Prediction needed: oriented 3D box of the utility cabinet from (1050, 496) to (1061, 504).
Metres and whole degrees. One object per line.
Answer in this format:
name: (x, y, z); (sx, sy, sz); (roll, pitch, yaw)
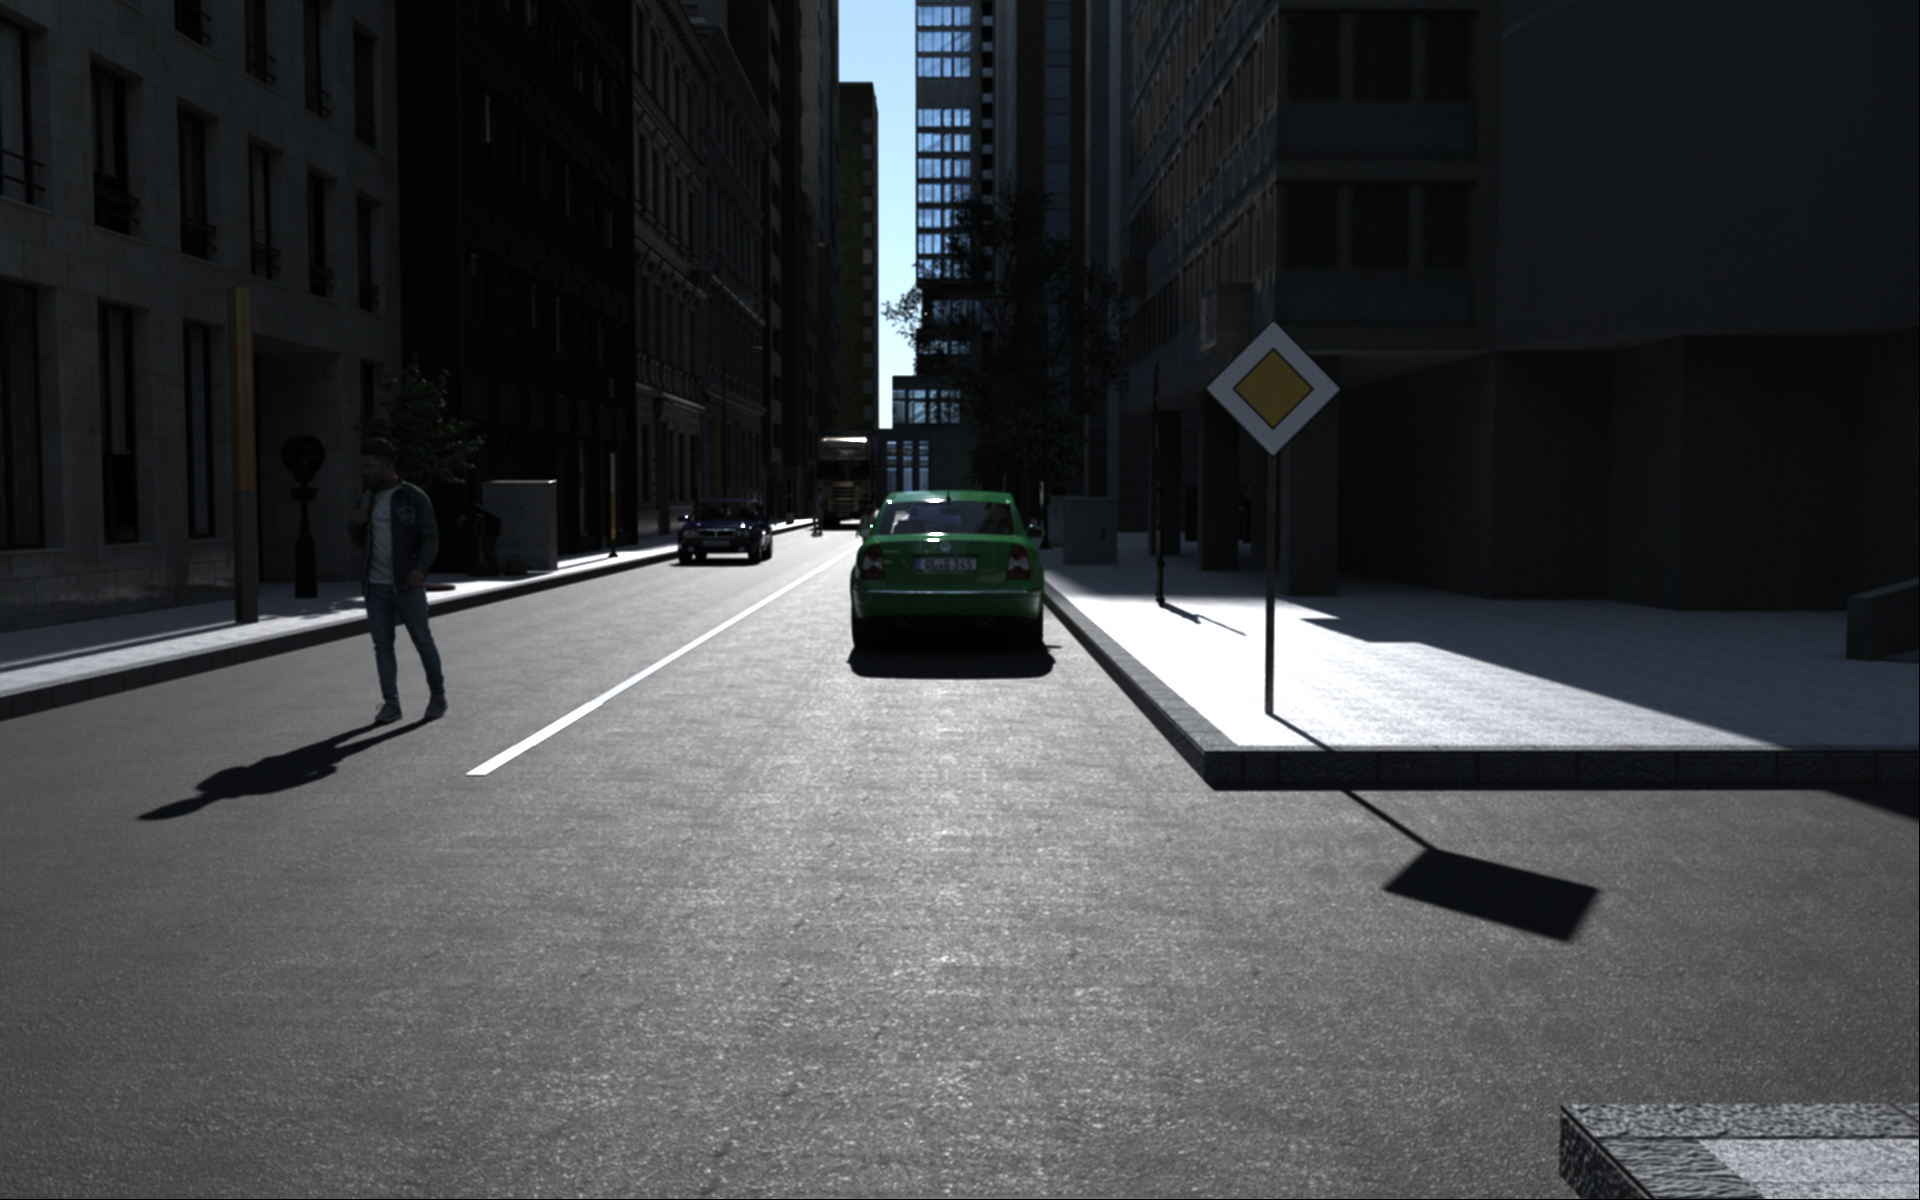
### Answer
utility cabinet: (3.202, -2.478, 51.674); (1.020, 1.237, 0.306); (0, 4, -3)

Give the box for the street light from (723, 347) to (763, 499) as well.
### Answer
street light: (-6.933, -5.043, 55.000); (1.470, 5.913, 1.316); (0, 4, 0)

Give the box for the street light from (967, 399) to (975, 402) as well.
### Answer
street light: (1.030, -6.888, 85.162); (1.470, 5.913, 1.316); (0, 4, 0)

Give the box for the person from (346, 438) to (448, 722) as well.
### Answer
person: (-3.585, -0.131, 10.982); (0.623, 1.781, 0.721); (0, 4, 1)

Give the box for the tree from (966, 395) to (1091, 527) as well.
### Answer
tree: (2.645, -4.434, 56.206); (4.285, 4.588, 4.351); (0, 3, 0)

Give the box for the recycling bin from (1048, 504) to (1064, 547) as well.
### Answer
recycling bin: (2.542, -1.818, 42.280); (0.722, 1.027, 0.722); (1, 4, 11)

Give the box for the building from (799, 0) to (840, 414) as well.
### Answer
building: (-23.834, -33.974, 144.707); (27.495, 52.752, 28.713); (0, 4, 0)

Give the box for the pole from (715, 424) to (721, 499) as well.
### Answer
pole: (-7.094, -3.482, 50.775); (0.158, 3.312, 0.155); (0, 3, 0)

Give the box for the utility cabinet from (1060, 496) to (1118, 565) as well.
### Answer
utility cabinet: (2.399, -1.261, 31.779); (1.020, 1.237, 0.306); (-2, 4, -31)

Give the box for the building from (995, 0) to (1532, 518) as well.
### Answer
building: (18.576, -26.086, 118.393); (32.217, 40.220, 23.993); (0, 4, 0)

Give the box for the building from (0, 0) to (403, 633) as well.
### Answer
building: (-14.052, -10.040, 18.904); (10.420, 20.320, 16.860); (0, 4, 0)

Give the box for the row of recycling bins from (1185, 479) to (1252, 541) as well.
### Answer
row of recycling bins: (7.463, -2.525, 48.398); (1.069, 1.692, 3.534); (3, 5, 43)

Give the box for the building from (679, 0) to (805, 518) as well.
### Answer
building: (-15.928, -19.587, 91.952); (14.160, 30.474, 14.107); (0, 4, 0)

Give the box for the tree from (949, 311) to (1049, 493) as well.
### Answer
tree: (1.700, -7.288, 69.516); (4.360, 8.622, 3.978); (0, 3, 0)

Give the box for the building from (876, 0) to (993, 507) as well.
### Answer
building: (7.155, -53.001, 179.232); (31.000, 86.520, 22.319); (0, 4, 0)

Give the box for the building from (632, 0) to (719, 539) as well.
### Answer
building: (-13.825, -11.508, 52.788); (10.561, 19.102, 19.286); (0, 4, 0)

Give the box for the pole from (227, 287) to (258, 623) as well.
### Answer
pole: (-7.124, -1.428, 17.199); (0.158, 3.312, 0.155); (0, 3, 0)

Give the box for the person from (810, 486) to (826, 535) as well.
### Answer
person: (-4.973, -3.151, 61.028); (0.522, 1.701, 0.512); (1, 4, 8)

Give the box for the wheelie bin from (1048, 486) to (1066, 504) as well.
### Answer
wheelie bin: (3.999, -3.931, 72.174); (0.980, 1.594, 0.693); (-2, 4, -35)

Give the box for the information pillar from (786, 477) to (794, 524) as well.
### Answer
information pillar: (-7.329, -4.291, 74.652); (0.304, 2.012, 0.304); (1, 4, 9)

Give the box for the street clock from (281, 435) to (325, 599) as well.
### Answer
street clock: (-8.071, -1.025, 21.324); (0.358, 2.002, 0.471); (2, 4, 34)

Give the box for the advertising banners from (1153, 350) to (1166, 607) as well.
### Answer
advertising banners: (2.365, -1.492, 20.588); (0.090, 3.025, 2.074); (0, 4, 5)

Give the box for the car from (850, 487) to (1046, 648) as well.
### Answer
car: (-0.092, -0.531, 17.475); (1.959, 1.807, 4.718); (0, 4, 1)

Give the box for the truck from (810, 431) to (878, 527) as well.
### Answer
truck: (-5.121, -5.514, 79.065); (2.839, 4.237, 11.283); (0, 4, -1)

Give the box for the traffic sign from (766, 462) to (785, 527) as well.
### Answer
traffic sign: (-7.234, -4.146, 67.894); (0.768, 2.556, 0.104); (0, 4, 4)

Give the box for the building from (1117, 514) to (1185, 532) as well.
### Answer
building: (15.666, -32.309, 70.246); (21.231, 58.520, 28.212); (0, 4, 0)

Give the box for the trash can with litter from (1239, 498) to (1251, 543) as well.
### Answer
trash can with litter: (7.676, -2.074, 45.301); (0.624, 1.170, 1.055); (2, 4, 33)

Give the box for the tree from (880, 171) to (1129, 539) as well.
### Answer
tree: (1.937, -7.038, 49.491); (8.767, 10.594, 7.601); (0, 4, -3)

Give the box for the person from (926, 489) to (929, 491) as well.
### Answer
person: (-1.912, -5.909, 105.908); (0.742, 1.727, 0.445); (-3, 5, -45)

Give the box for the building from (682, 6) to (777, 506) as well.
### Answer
building: (-14.474, -14.477, 72.858); (11.583, 22.565, 21.152); (0, 4, 0)

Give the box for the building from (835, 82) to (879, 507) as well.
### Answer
building: (-15.346, -30.093, 175.617); (14.086, 41.232, 14.154); (0, 4, 0)

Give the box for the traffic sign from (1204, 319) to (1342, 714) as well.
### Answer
traffic sign: (1.803, -0.392, 10.056); (0.795, 2.450, 0.064); (0, 4, 0)

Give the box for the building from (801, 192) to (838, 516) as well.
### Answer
building: (-22.726, -16.428, 113.631); (27.650, 21.520, 28.899); (0, 4, 0)

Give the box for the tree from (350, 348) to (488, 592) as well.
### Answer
tree: (-7.160, -1.745, 23.137); (1.663, 3.219, 1.824); (0, 3, 0)

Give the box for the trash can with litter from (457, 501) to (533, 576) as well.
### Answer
trash can with litter: (-7.299, -0.967, 27.202); (1.055, 1.170, 0.624); (-3, 4, -36)

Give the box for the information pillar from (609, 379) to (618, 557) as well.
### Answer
information pillar: (-7.048, -2.677, 35.117); (0.183, 3.616, 0.504); (-1, 4, -13)

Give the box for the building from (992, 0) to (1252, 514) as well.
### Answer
building: (13.222, -36.890, 145.149); (21.231, 58.520, 28.212); (0, 4, 0)

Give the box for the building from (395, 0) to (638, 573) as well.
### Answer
building: (-14.219, -12.566, 35.126); (12.332, 23.373, 15.834); (0, 4, 0)

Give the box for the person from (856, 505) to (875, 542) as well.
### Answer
person: (-1.856, -1.274, 34.348); (0.505, 1.210, 0.382); (1, 4, 21)

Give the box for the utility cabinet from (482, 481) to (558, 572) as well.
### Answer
utility cabinet: (-7.221, -1.206, 28.403); (1.173, 1.500, 0.318); (1, 4, 12)

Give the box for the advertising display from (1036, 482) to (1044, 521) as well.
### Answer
advertising display: (3.918, -4.751, 82.893); (0.123, 1.923, 0.974); (2, 4, 28)

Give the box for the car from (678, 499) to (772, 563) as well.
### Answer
car: (-5.042, -1.518, 37.403); (1.945, 1.354, 3.894); (0, 4, -1)

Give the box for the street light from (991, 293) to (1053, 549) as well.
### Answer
street light: (1.455, -4.140, 40.233); (1.470, 5.913, 1.316); (0, 4, 0)

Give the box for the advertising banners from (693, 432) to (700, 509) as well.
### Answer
advertising banners: (-7.569, -3.275, 49.730); (0.090, 3.025, 2.074); (-1, 4, -12)

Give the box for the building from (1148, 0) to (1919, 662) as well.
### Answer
building: (15.254, -20.451, 26.256); (23.993, 40.220, 32.217); (0, 4, 0)

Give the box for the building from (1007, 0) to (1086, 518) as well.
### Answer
building: (9.837, -27.461, 99.101); (14.600, 45.320, 14.200); (0, 4, 0)
